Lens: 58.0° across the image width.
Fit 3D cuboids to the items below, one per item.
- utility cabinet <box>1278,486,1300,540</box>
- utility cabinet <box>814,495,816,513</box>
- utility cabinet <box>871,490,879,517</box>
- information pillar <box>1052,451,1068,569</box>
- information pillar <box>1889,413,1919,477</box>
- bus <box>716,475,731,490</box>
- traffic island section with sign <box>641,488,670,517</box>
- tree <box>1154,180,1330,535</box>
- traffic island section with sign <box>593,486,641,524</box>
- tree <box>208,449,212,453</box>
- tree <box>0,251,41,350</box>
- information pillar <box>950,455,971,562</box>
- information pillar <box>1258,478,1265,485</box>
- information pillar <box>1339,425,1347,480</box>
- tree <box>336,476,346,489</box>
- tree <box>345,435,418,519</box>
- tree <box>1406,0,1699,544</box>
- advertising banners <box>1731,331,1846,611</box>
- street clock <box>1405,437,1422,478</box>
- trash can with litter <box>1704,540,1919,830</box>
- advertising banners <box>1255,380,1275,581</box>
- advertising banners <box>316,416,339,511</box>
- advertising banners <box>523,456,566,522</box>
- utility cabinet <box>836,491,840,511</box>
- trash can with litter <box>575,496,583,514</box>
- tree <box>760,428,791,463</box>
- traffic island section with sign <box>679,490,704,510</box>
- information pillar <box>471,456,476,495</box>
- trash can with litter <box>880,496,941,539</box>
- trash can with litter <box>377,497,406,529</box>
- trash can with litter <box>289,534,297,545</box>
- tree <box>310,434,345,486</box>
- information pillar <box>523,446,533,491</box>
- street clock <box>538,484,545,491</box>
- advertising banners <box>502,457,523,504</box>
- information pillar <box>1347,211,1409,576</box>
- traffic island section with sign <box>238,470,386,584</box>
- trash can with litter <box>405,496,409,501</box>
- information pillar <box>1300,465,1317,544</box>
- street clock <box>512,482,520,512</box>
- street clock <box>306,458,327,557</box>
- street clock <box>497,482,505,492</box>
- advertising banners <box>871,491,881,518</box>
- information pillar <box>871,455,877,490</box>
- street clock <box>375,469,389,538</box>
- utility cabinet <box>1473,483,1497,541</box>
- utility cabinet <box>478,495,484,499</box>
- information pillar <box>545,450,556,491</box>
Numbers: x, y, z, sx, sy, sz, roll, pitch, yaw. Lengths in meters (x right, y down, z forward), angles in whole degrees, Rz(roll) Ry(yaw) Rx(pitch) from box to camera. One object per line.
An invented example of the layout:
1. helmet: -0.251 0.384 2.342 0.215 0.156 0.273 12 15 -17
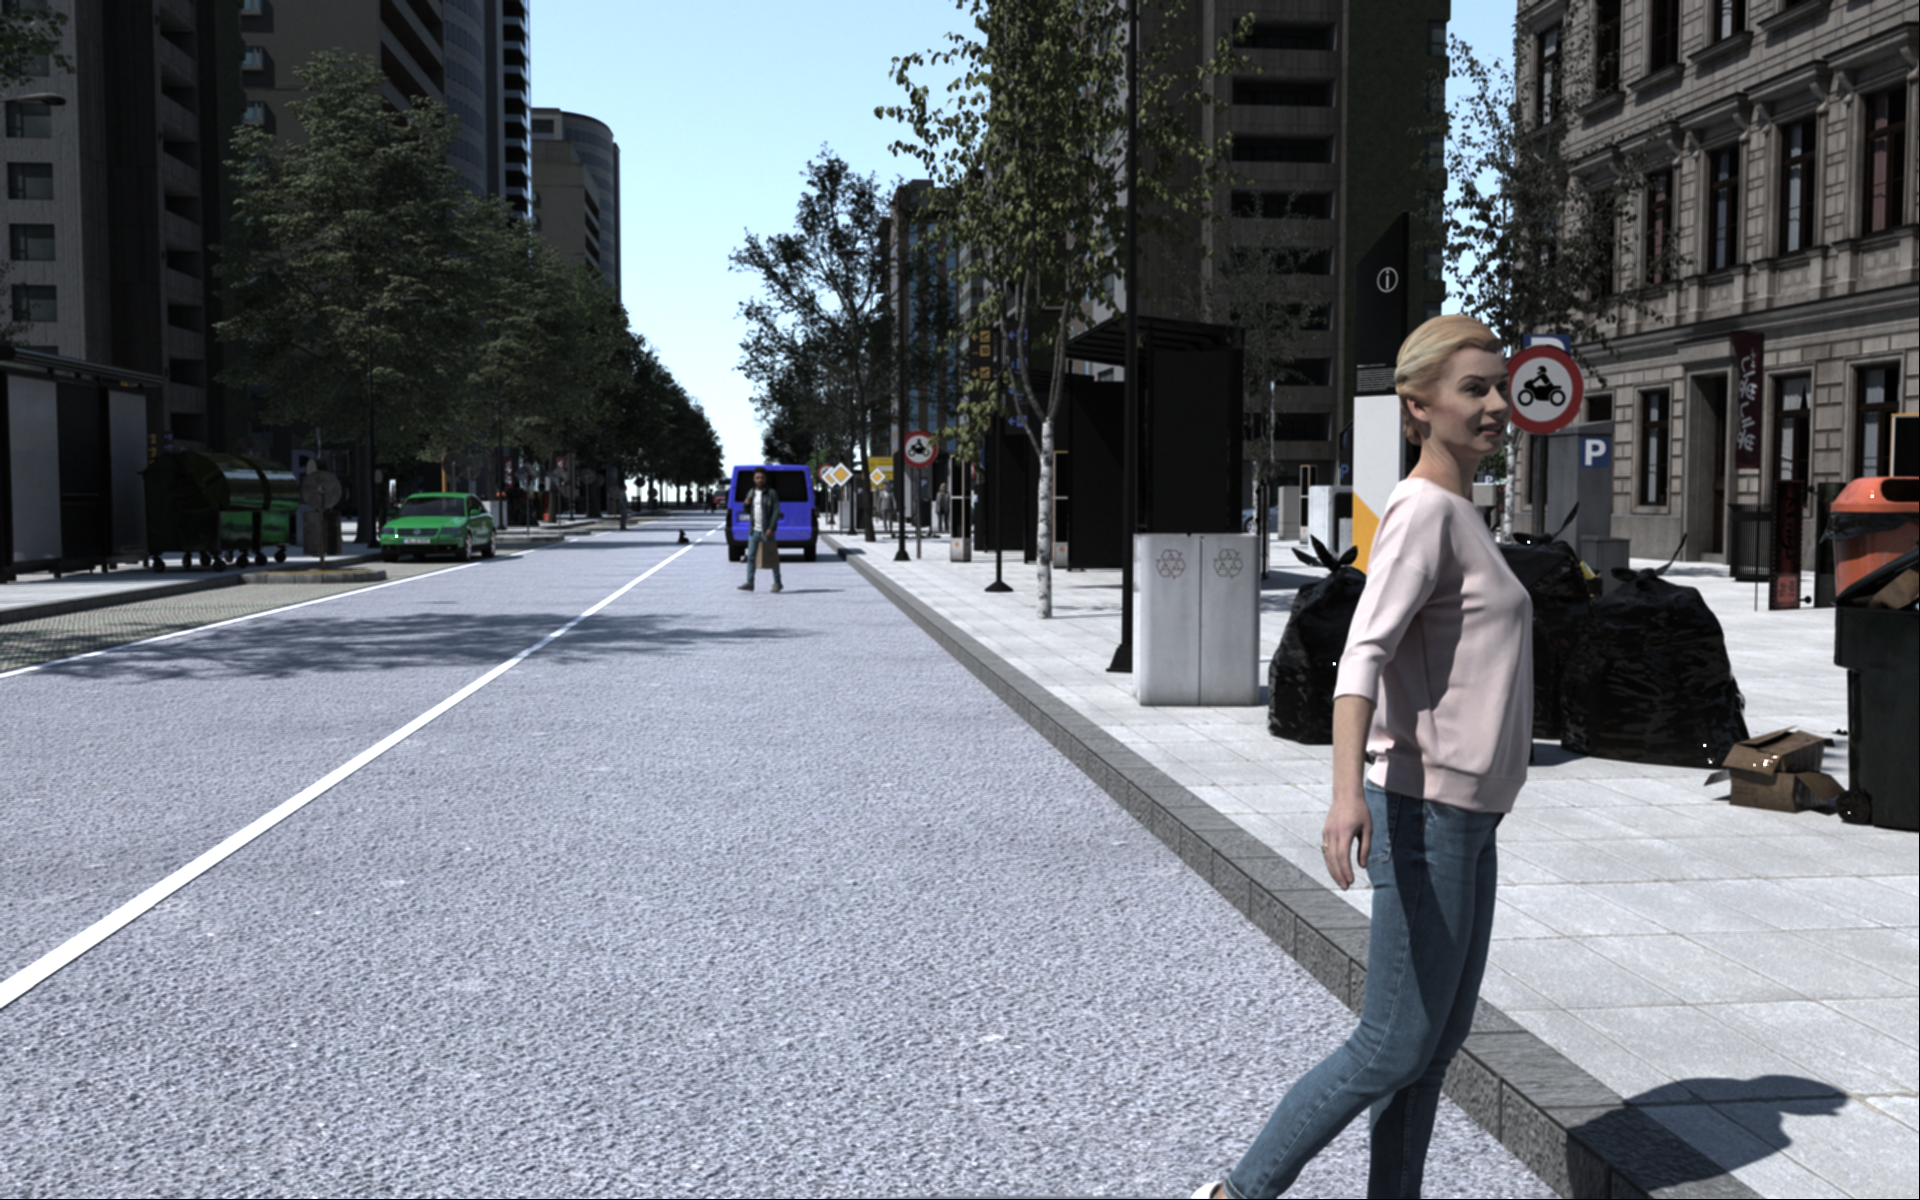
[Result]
1. utility cabinet: 9.437 -2.418 48.213 1.173 1.500 0.318 -1 4 -19
2. utility cabinet: -9.788 -6.222 112.895 0.306 1.237 1.020 2 4 29
3. utility cabinet: -5.057 -5.285 95.081 1.173 1.500 0.318 0 4 3
4. information pillar: 1.742 -1.546 29.767 0.304 2.012 0.304 0 4 -2
5. information pillar: 8.691 -0.698 15.907 0.304 2.012 0.304 2 4 28
6. bus: -25.610 -12.211 194.516 2.948 3.499 13.247 0 4 -5
7. traffic island section with sign: -19.542 -6.227 110.446 1.989 1.847 2.006 0 4 -6
8. tree: 6.642 -5.469 39.776 4.360 8.622 3.978 0 3 0
9. traffic island section with sign: -16.570 -4.574 83.407 1.989 1.847 2.006 0 4 -6
10. tree: -31.650 -4.819 73.391 1.663 3.219 1.824 0 3 0
11. tree: -24.580 -5.580 41.591 4.360 8.622 3.978 0 3 0
12. information pillar: 0.015 -1.722 32.646 0.304 2.012 0.304 2 4 29
13. information pillar: 13.463 -4.468 77.540 0.304 2.012 0.304 -1 4 -14
14. information pillar: 12.228 -3.885 54.872 0.504 3.616 0.183 -2 4 -27
15. tree: -33.223 -5.920 91.390 1.663 3.219 1.824 0 3 0
16. tree: -29.292 -6.476 89.598 4.285 4.588 4.351 0 3 0
17. tree: 8.508 -4.626 25.996 4.360 8.622 3.978 0 3 0
18. advertising banners: 9.168 -1.403 19.124 2.074 3.025 0.090 -2 4 -28
19. street clock: 4.506 -0.769 17.142 0.471 2.002 0.358 -3 5 -41
20. trash can with litter: 3.516 0.277 6.858 0.624 1.170 1.055 -3 5 -43
21. advertising banners: 4.614 -1.829 26.091 0.090 3.025 2.074 1 4 16
22. advertising banners: -14.001 -2.576 38.306 0.090 3.025 2.074 -2 4 -31
23. advertising banners: -19.263 -5.164 80.612 2.074 3.025 0.090 1 4 15
24. utility cabinet: -9.315 -7.431 130.173 0.318 1.500 1.173 -3 5 -41
25. trash can with litter: -28.582 -7.283 130.463 0.624 1.170 1.055 0 4 8
26. tree: -23.506 -19.141 238.702 9.928 11.665 9.643 0 3 0
27. traffic island section with sign: -24.990 -9.266 160.123 1.989 1.847 2.006 0 4 -6
28. information pillar: -29.837 -7.015 106.045 0.183 3.616 0.504 2 4 34
29. trash can with litter: -1.428 -2.387 50.080 2.233 1.210 1.678 -3 4 -36
30. trash can with litter: -19.857 -3.004 60.502 1.055 1.170 0.624 0 4 7
31. trash can with litter: -16.920 -1.957 43.392 1.055 1.170 0.624 -2 4 -33
32. tree: -34.817 -6.835 95.460 4.285 4.588 4.351 0 3 0
33. information pillar: -20.828 -5.636 83.509 0.504 3.616 0.183 1 4 14
34. street clock: -29.149 -7.104 120.716 0.471 2.002 0.358 -2 4 -33
35. advertising banners: -20.557 -5.238 81.834 2.074 3.025 0.090 -1 4 -20
36. information pillar: 3.549 -1.422 14.602 0.183 3.616 0.504 -3 5 -41
37. traffic island section with sign: -10.545 -1.209 28.390 1.989 1.847 2.006 0 4 -6
38. trash can with litter: -41.021 -7.121 127.488 1.678 1.210 2.233 -1 4 -20
39. information pillar: 8.908 -2.434 44.290 0.304 2.012 0.304 -3 4 -38
40. street clock: -25.907 -5.900 101.040 0.358 2.002 0.471 2 4 26
41. street clock: -13.091 -1.878 35.273 0.471 2.002 0.358 3 5 41
42. street clock: -27.069 -5.971 102.189 0.358 2.002 0.471 2 4 33
43. advertising banners: -3.803 -6.164 96.962 2.074 3.025 0.090 -1 4 -17
44. information pillar: -5.192 -6.879 103.827 0.504 3.616 0.183 1 4 16
45. street clock: -16.767 -2.794 50.246 0.471 2.002 0.358 3 5 39
46. utility cabinet: 10.156 -1.602 34.869 1.173 1.500 0.318 2 4 31
47. utility cabinet: -32.591 -6.527 117.874 0.306 1.237 1.020 -1 4 -9
48. information pillar: -19.567 -5.586 82.684 0.504 3.616 0.183 -1 4 -16
